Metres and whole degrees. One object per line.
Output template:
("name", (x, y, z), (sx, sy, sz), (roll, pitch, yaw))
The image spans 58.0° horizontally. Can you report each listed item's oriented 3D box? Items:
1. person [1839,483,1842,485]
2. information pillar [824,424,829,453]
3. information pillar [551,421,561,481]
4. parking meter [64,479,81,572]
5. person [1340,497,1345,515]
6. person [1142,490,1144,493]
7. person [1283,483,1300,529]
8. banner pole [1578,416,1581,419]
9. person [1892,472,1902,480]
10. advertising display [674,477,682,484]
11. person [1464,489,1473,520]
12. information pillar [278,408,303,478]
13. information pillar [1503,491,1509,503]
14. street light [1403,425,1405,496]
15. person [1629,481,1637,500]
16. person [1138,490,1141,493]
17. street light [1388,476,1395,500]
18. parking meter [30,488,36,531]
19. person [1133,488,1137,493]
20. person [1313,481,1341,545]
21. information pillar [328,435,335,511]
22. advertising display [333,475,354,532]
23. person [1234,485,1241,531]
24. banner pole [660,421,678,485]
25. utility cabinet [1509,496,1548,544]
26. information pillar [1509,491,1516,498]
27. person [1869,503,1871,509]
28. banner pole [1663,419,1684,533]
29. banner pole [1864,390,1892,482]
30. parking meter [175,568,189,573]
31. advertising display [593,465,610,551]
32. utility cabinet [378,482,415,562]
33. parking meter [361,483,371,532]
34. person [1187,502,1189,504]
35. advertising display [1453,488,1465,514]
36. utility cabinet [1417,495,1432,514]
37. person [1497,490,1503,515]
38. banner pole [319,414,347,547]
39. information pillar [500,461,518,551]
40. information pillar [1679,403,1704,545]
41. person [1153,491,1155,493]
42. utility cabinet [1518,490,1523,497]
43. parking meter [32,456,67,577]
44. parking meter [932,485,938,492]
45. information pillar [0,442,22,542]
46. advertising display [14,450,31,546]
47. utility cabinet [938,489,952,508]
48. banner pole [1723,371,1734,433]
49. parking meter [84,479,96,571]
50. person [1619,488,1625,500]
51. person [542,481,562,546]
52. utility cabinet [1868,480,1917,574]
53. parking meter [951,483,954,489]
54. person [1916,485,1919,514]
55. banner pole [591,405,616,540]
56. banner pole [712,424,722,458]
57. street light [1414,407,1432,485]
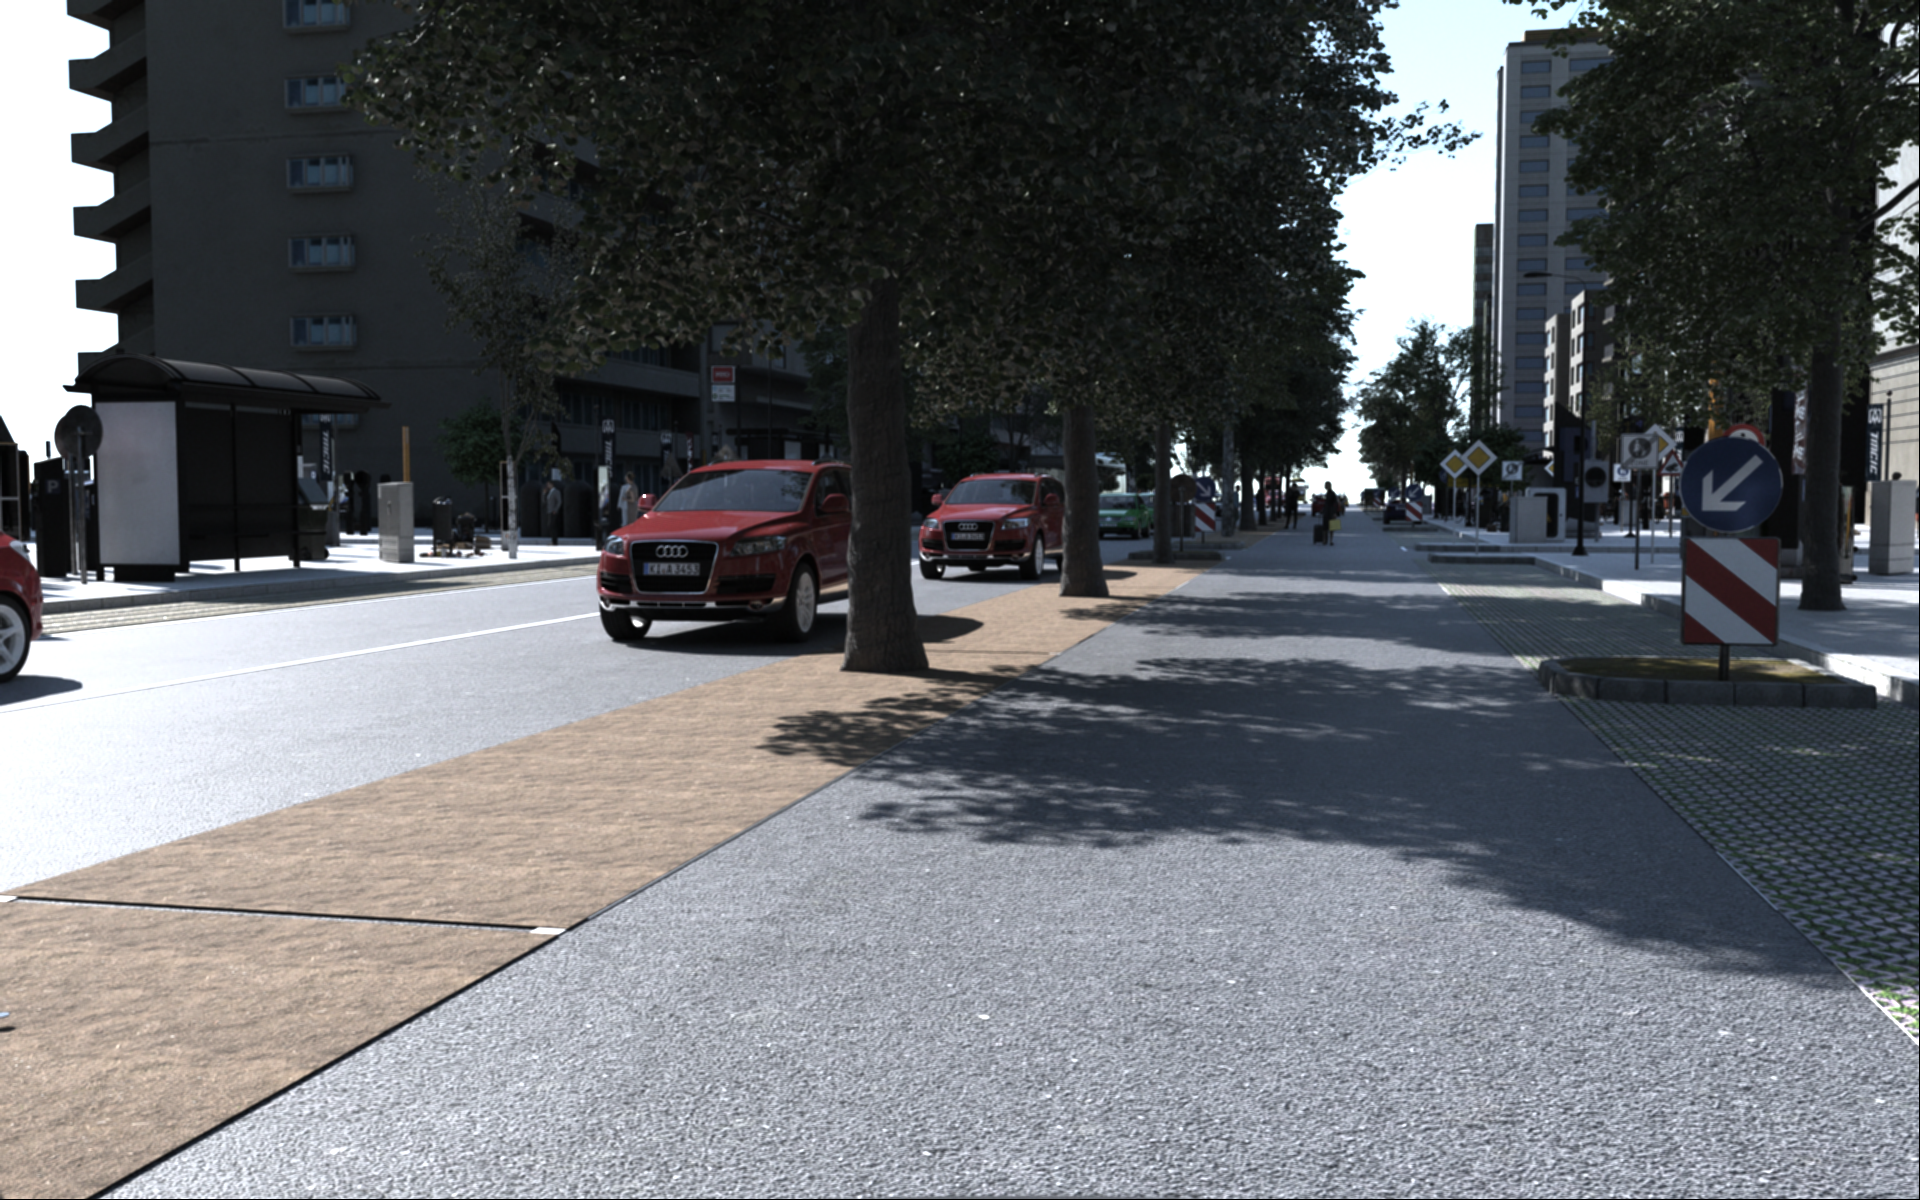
("person", (17.630, -1.766, 35.010), (0.616, 1.811, 0.778), (0, 4, 3))
("information pillar", (-4.455, -4.079, 58.042), (0.183, 3.616, 0.504), (-1, 4, -13))
("information pillar", (-13.014, -3.945, 55.862), (0.183, 3.616, 0.504), (1, 4, 15))
("parking meter", (-14.754, -1.224, 28.424), (0.372, 1.533, 0.369), (0, 3, 0))
("person", (25.626, -6.278, 116.168), (0.382, 1.210, 0.505), (-3, 5, -44))
("person", (23.321, -13.178, 221.488), (0.705, 1.826, 1.348), (0, 4, 6))
("person", (13.716, -3.893, 71.513), (0.474, 1.900, 0.648), (-3, 5, -44))
("banner pole", (19.970, -4.035, 55.983), (0.401, 3.779, 0.863), (1, 4, 23))
("person", (24.257, -2.401, 45.111), (0.447, 1.846, 0.655), (-1, 4, -16))
("advertising display", (-10.670, -3.770, 66.853), (0.974, 1.923, 0.123), (3, 4, 38))
("person", (24.884, -4.820, 84.727), (0.514, 1.842, 0.818), (3, 5, 42))
("information pillar", (-14.492, -2.822, 37.491), (0.504, 3.616, 0.183), (-1, 4, -16))
("information pillar", (27.835, -5.906, 87.924), (0.504, 3.616, 0.183), (-1, 4, -20))
("street light", (30.322, -8.821, 116.763), (1.470, 5.913, 1.316), (1, 4, 12))
("person", (30.145, -4.382, 77.498), (0.447, 1.846, 0.655), (0, 4, -5))
("person", (18.619, -10.518, 178.724), (1.217, 1.743, 0.721), (-2, 4, -33))
("street light", (35.831, -10.361, 141.945), (1.470, 5.913, 1.316), (1, 4, 12))
("parking meter", (-32.548, -3.218, 61.024), (0.372, 1.533, 0.369), (0, 3, 0))
("person", (14.892, -8.688, 148.169), (0.705, 1.814, 1.350), (2, 4, 30))
("person", (10.392, -2.462, 48.970), (0.699, 1.804, 1.509), (1, 4, 8))
("information pillar", (-22.758, -4.367, 62.762), (0.504, 3.616, 0.183), (3, 4, 38))
("advertising display", (-20.800, -3.256, 58.453), (0.974, 1.923, 0.123), (3, 4, 37))
("person", (10.462, -3.491, 65.924), (0.444, 1.785, 0.601), (1, 4, 19))
("banner pole", (-9.917, -4.242, 59.367), (0.863, 3.779, 0.401), (-3, 5, -42))
("utility cabinet", (14.829, -2.083, 45.213), (1.020, 1.237, 0.306), (-2, 4, -24))
("information pillar", (26.895, -4.885, 84.362), (0.304, 2.012, 0.304), (2, 4, 27))
("person", (33.450, -3.236, 63.226), (0.475, 1.303, 0.640), (1, 4, 23))
("banner pole", (23.716, -4.121, 57.392), (0.401, 3.779, 0.863), (-1, 4, -15))
("banner pole", (22.385, -3.191, 42.188), (0.401, 3.779, 0.863), (-1, 4, -20))
("parking meter", (-12.882, -1.225, 28.445), (0.372, 1.533, 0.369), (0, 3, 0))
("advertising display", (-8.157, -2.093, 39.433), (0.123, 1.923, 0.974), (0, 4, 3))
("utility cabinet", (-10.611, -1.459, 32.541), (0.318, 1.500, 1.173), (-3, 4, -36))
("parking meter", (-20.275, -3.268, 59.146), (0.255, 1.863, 0.399), (-1, 4, -11))
("person", (23.931, -10.775, 182.234), (0.705, 1.821, 1.348), (-1, 4, -16))
("advertising display", (30.076, -6.067, 104.410), (0.974, 1.923, 0.123), (-3, 4, -37))
("utility cabinet", (29.246, -5.997, 109.214), (0.306, 1.237, 1.020), (-3, 5, -44))
("person", (31.898, -5.853, 101.957), (0.478, 1.798, 0.641), (0, 4, 7))
("banner pole", (-15.125, -3.156, 41.624), (0.401, 3.779, 0.863), (1, 4, 16))
("information pillar", (-10.168, -2.114, 39.049), (0.304, 2.012, 0.304), (0, 4, 0))
("information pillar", (18.373, -3.186, 43.453), (0.504, 3.616, 0.183), (2, 4, 27))
("person", (19.113, -9.999, 169.396), (0.709, 1.838, 0.599), (-1, 4, -20))
("utility cabinet", (28.673, -4.861, 88.154), (0.318, 1.500, 1.173), (2, 4, 31))
("parking meter", (-14.069, -1.287, 26.751), (0.255, 1.863, 0.399), (3, 5, 39))
("parking meter", (-1.665, -6.740, 115.912), (0.399, 1.863, 0.255), (-2, 4, -26))
("information pillar", (-13.624, -1.236, 24.706), (0.304, 2.012, 0.304), (2, 4, 35))
("advertising display", (-13.971, -1.240, 25.482), (0.974, 1.923, 0.123), (3, 4, 38))
("utility cabinet", (-0.686, -4.562, 83.273), (0.318, 1.500, 1.173), (-2, 4, -23))
("banner pole", (14.465, -2.620, 32.856), (0.863, 3.779, 0.401), (-2, 4, -35))
("parking meter", (-14.631, -1.266, 29.109), (0.372, 1.533, 0.369), (0, 3, 0))
("person", (39.274, -5.902, 102.803), (0.793, 1.790, 0.793), (0, 4, -8))
("person", (-11.231, -2.384, 47.660), (0.473, 1.802, 0.592), (-1, 4, -22))
("utility cabinet", (14.915, -1.164, 27.714), (1.173, 1.500, 0.318), (-3, 5, -44))
("parking meter", (-0.233, -4.838, 84.813), (0.255, 1.863, 0.399), (-2, 4, -26))
("person", (18.568, -1.649, 33.098), (0.679, 1.850, 0.850), (1, 4, 20))
("banner pole", (-9.961, -3.577, 48.501), (0.863, 3.779, 0.401), (2, 4, 24))
("banner pole", (-8.623, -4.379, 61.606), (0.401, 3.779, 0.863), (1, 4, 21))
("street light", (24.958, -7.343, 92.606), (1.470, 5.913, 1.316), (1, 4, 12))
